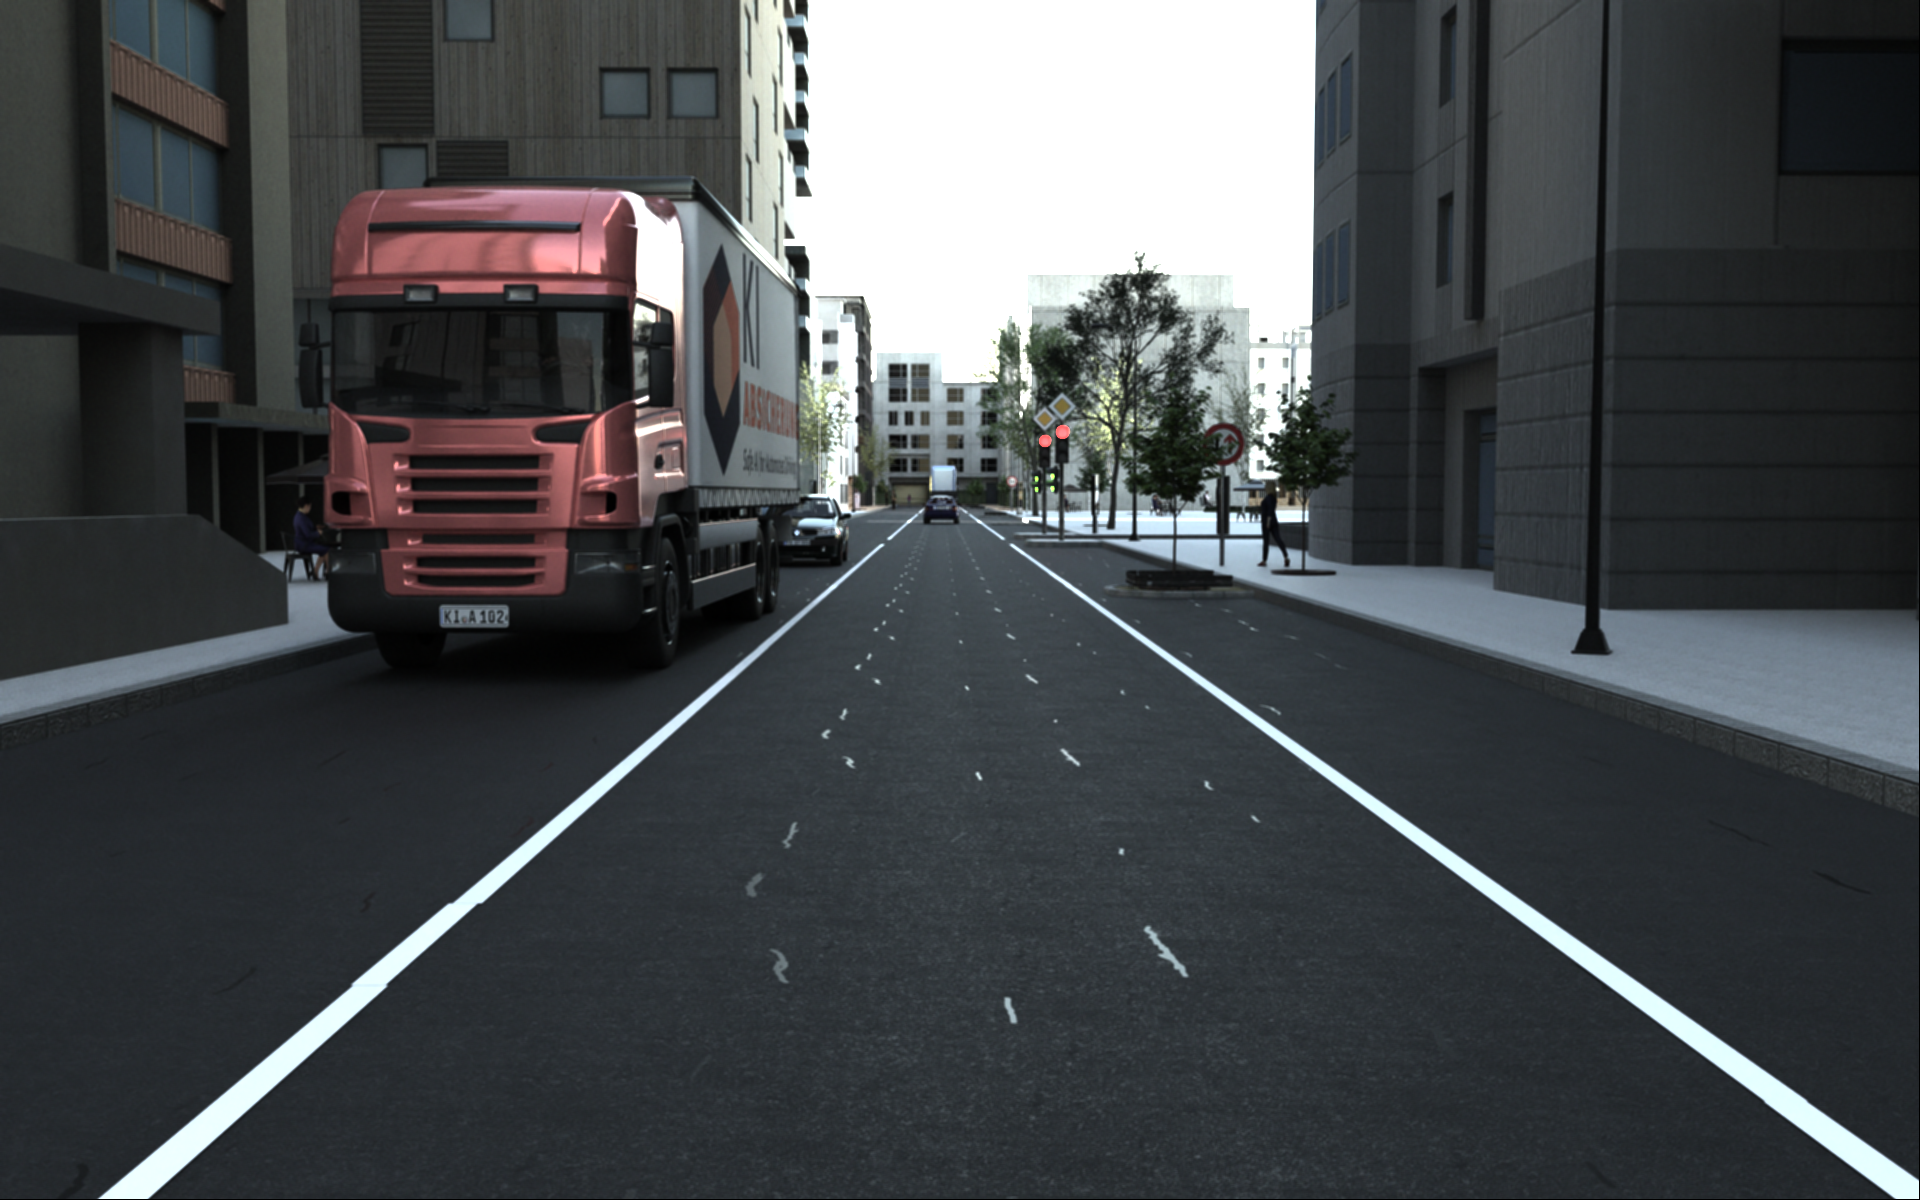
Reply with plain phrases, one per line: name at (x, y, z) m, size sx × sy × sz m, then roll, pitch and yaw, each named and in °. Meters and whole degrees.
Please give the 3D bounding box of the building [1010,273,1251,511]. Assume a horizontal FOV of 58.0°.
building at (13.549, -17.191, 147.528) m, size 16.747 × 18.905 × 31.486 m, roll 0°, pitch 4°, yaw -1°

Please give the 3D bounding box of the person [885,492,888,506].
person at (-8.162, -11.367, 191.983) m, size 0.705 × 1.812 × 1.348 m, roll -1°, pitch 4°, yaw -10°

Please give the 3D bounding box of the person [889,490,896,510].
person at (-6.191, -9.311, 160.821) m, size 0.705 × 1.812 × 1.348 m, roll -2°, pitch 4°, yaw -25°

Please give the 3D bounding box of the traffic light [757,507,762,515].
traffic light at (-6.438, -4.081, 55.641) m, size 0.839 × 4.253 × 0.868 m, roll 0°, pitch 4°, yaw -1°

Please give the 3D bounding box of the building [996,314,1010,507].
building at (12.900, -19.125, 179.151) m, size 16.747 × 18.905 × 31.486 m, roll 0°, pitch 4°, yaw -1°

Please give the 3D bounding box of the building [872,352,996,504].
building at (-10.616, -21.834, 223.436) m, size 31.486 × 18.905 × 16.747 m, roll 0°, pitch 4°, yaw -1°

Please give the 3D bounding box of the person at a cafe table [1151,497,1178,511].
person at a cafe table at (14.443, -6.861, 123.030) m, size 1.726 × 1.238 × 1.698 m, roll 0°, pitch 4°, yaw -8°

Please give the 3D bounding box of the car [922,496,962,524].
car at (-0.886, -4.425, 84.933) m, size 1.945 × 1.354 × 3.894 m, roll 0°, pitch 4°, yaw 1°

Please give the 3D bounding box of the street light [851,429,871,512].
street light at (-7.016, -9.189, 122.787) m, size 1.470 × 5.913 × 1.316 m, roll 0°, pitch 4°, yaw -1°

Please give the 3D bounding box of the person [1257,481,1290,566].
person at (5.570, -1.353, 30.709) m, size 0.613 × 1.512 × 0.480 m, roll 1°, pitch 4°, yaw 19°

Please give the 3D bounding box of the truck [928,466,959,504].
truck at (-1.514, -10.376, 159.401) m, size 2.967 × 4.110 × 18.799 m, roll 0°, pitch 4°, yaw -1°

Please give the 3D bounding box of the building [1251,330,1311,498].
building at (34.134, -23.586, 229.613) m, size 32.646 × 21.610 × 27.936 m, roll 0°, pitch 4°, yaw -1°

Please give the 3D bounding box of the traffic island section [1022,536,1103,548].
traffic island section at (2.831, -1.566, 47.886) m, size 2.009 × 0.180 × 2.903 m, roll 0°, pitch 4°, yaw -1°

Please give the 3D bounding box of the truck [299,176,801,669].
truck at (-3.472, -1.756, 17.617) m, size 2.839 × 4.237 × 11.283 m, roll 0°, pitch 4°, yaw 1°

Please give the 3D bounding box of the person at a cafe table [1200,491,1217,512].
person at a cafe table at (18.294, -7.203, 126.280) m, size 1.622 × 1.524 × 1.698 m, roll -1°, pitch 4°, yaw -17°

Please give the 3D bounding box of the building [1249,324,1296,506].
building at (30.818, -20.923, 198.507) m, size 11.380 × 20.091 × 16.016 m, roll 0°, pitch 4°, yaw -1°

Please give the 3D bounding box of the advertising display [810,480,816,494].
advertising display at (-6.775, -4.562, 79.810) m, size 0.123 × 1.923 × 0.974 m, roll -1°, pitch 4°, yaw -16°

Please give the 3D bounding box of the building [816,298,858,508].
building at (-17.692, -18.849, 164.593) m, size 16.016 × 20.091 × 11.380 m, roll 0°, pitch 4°, yaw -1°

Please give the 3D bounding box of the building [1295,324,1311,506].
building at (42.443, -20.941, 198.809) m, size 11.380 × 20.091 × 16.016 m, roll 0°, pitch 4°, yaw -1°

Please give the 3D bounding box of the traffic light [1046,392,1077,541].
traffic light at (2.790, -3.599, 47.772) m, size 0.839 × 4.253 × 0.868 m, roll 0°, pitch 4°, yaw -1°

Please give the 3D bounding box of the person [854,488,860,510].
person at (-8.106, -7.912, 136.070) m, size 0.551 × 1.740 × 0.621 m, roll -1°, pitch 4°, yaw -22°

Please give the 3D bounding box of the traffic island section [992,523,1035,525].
traffic island section at (2.471, -3.527, 80.534) m, size 1.991 × 0.108 × 1.994 m, roll 0°, pitch 4°, yaw -1°

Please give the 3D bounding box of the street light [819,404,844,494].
street light at (-6.682, -7.153, 89.500) m, size 1.470 × 5.913 × 1.316 m, roll 0°, pitch 4°, yaw -1°

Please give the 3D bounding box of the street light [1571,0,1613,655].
street light at (4.558, -2.523, 13.799) m, size 1.470 × 5.913 × 1.316 m, roll 0°, pitch 4°, yaw -1°

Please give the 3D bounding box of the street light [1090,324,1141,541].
street light at (4.248, -4.576, 47.351) m, size 1.470 × 5.913 × 1.316 m, roll 0°, pitch 4°, yaw -1°

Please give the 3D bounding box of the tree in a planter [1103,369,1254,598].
tree in a planter at (3.091, -1.689, 24.840) m, size 1.991 × 3.239 × 1.994 m, roll 0°, pitch 4°, yaw -1°

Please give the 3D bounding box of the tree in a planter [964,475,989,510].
tree in a planter at (1.617, -9.847, 158.227) m, size 1.991 × 3.239 × 1.994 m, roll 0°, pitch 4°, yaw -1°

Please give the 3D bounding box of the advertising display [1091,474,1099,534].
advertising display at (4.414, -3.133, 56.442) m, size 0.123 × 1.923 × 0.974 m, roll 1°, pitch 4°, yaw 13°

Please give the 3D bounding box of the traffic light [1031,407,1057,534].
traffic light at (2.703, -4.088, 55.756) m, size 0.839 × 4.253 × 0.868 m, roll 0°, pitch 4°, yaw -1°

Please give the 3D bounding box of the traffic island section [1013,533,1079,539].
traffic island section at (2.743, -2.054, 55.871) m, size 2.009 × 0.180 × 2.903 m, roll 0°, pitch 4°, yaw -1°

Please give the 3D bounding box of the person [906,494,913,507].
person at (-5.445, -10.594, 184.942) m, size 0.991 × 1.433 × 0.599 m, roll -2°, pitch 4°, yaw -25°

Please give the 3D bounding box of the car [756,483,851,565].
car at (-3.244, -1.602, 35.975) m, size 2.009 × 1.686 × 4.222 m, roll 0°, pitch 4°, yaw -1°
